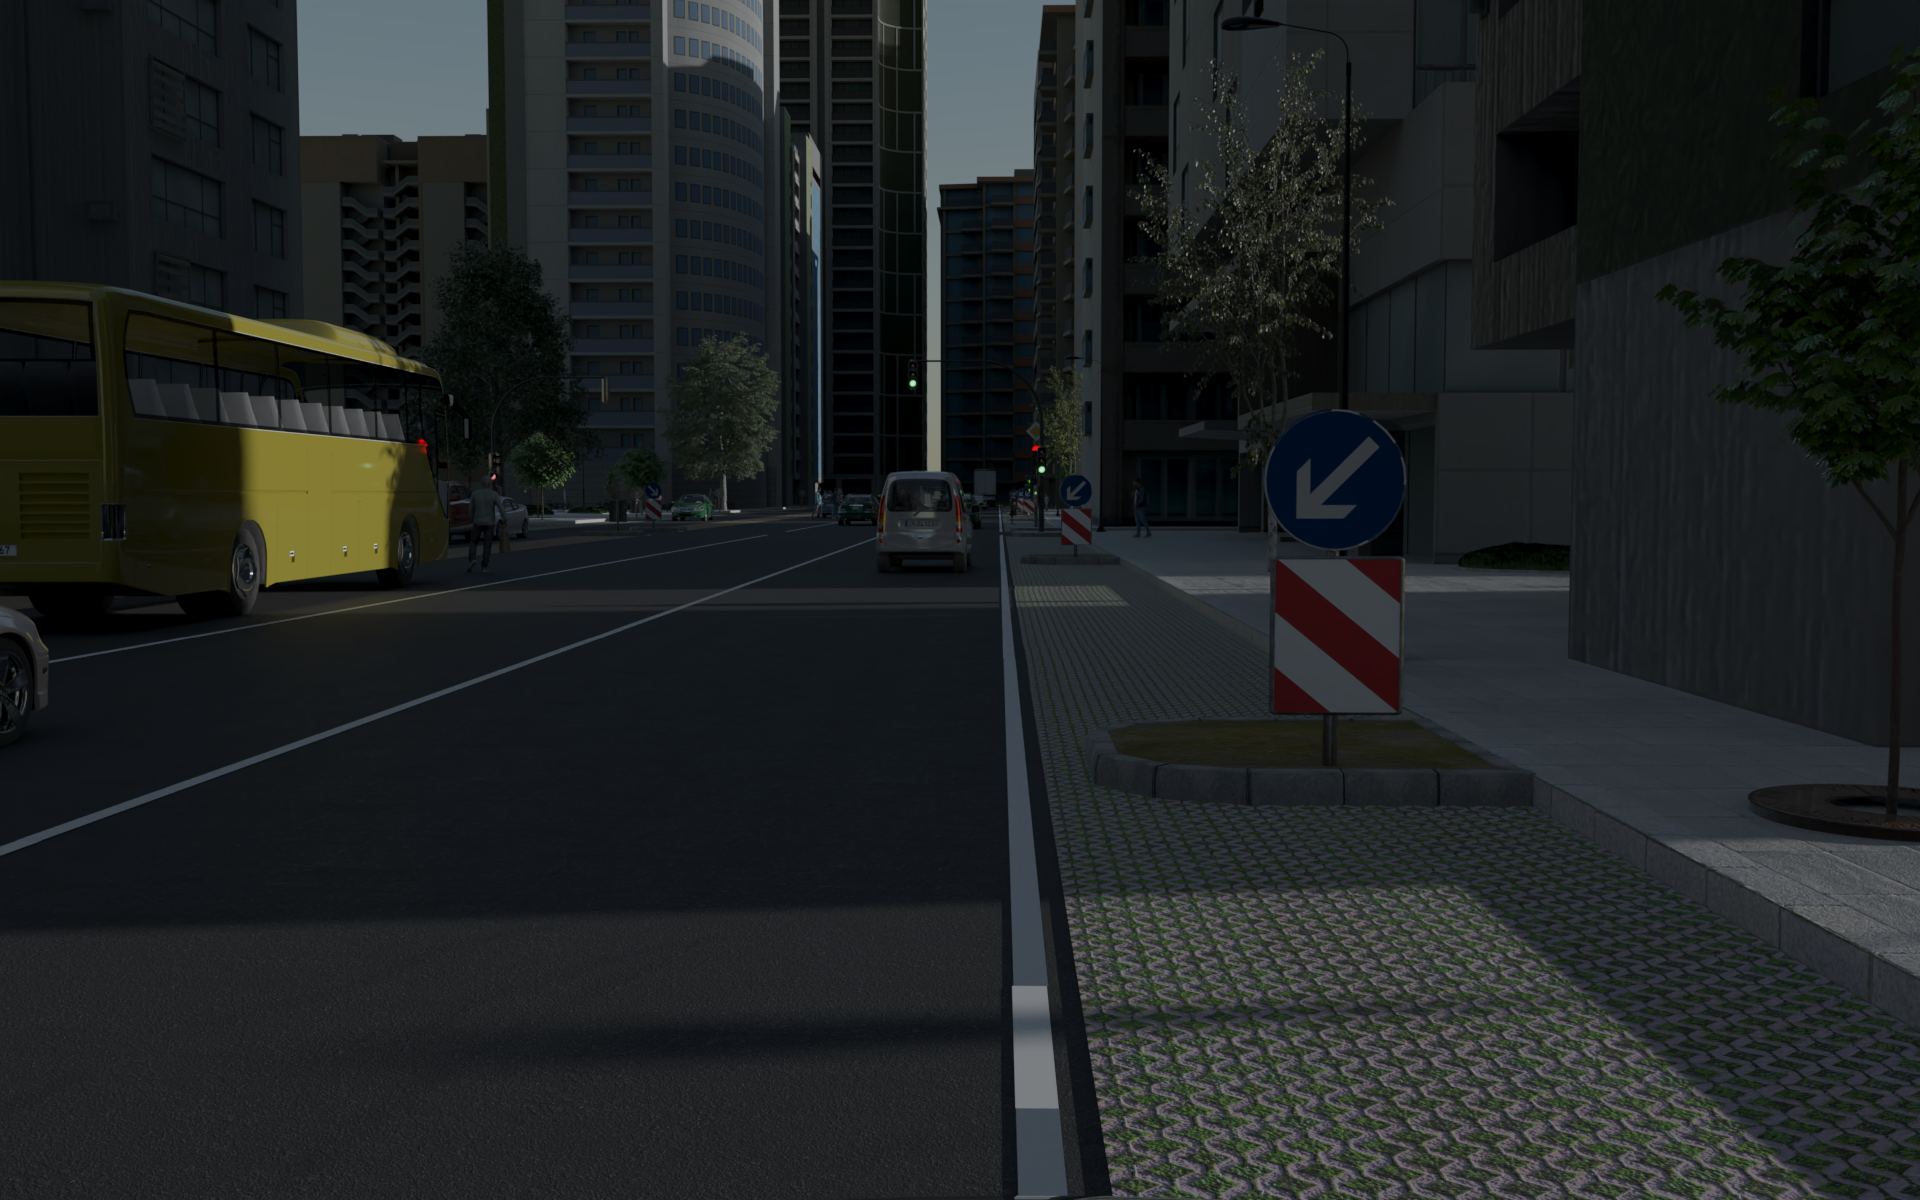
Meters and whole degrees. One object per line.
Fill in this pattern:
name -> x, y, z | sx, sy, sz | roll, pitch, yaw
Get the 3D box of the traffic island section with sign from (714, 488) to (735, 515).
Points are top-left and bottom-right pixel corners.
traffic island section with sign -> -16.599, -6.770, 119.314 | 1.989, 1.847, 2.006 | 0, 4, 1

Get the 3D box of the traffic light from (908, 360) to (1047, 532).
traffic light -> 0.640, -5.134, 58.602 | 4.771, 5.953, 1.251 | 0, 4, 1

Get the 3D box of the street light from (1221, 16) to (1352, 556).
street light -> 3.235, -2.719, 16.997 | 1.470, 5.913, 1.316 | 0, 4, 1

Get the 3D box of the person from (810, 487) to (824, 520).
person -> -7.832, -5.312, 95.210 | 0.748, 1.841, 0.638 | 2, 4, 27

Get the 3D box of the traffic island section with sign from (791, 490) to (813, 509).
traffic island section with sign -> -15.477, -9.862, 169.874 | 1.989, 1.847, 2.006 | 0, 4, 1

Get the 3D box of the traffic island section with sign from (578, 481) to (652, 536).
traffic island section with sign -> -11.868, -3.134, 59.375 | 2.006, 1.907, 1.989 | 0, 4, 1

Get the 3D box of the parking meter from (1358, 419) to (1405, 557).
parking meter -> 3.245, -0.468, 13.360 | 0.255, 1.863, 0.399 | 0, 4, -5

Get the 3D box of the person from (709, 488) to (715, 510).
person -> -20.302, -8.275, 141.447 | 0.767, 1.812, 0.694 | 2, 4, 29

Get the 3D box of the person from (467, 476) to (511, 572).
person -> -8.646, -1.396, 31.808 | 0.782, 1.767, 0.515 | 0, 4, -5

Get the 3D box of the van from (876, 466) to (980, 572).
van -> -0.635, -1.592, 33.038 | 2.013, 2.044, 4.112 | 0, 4, 3

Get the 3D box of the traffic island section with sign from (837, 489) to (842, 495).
traffic island section with sign -> -10.024, -8.181, 141.900 | 2.006, 1.907, 1.989 | 0, 4, 1

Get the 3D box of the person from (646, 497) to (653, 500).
person -> -19.884, -6.427, 111.106 | 0.573, 1.828, 0.580 | 2, 4, 29

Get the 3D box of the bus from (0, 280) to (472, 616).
bus -> -9.644, -1.935, 23.191 | 2.896, 3.916, 12.252 | 0, 4, 0

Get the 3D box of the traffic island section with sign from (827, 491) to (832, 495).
traffic island section with sign -> -14.852, -11.543, 197.355 | 1.989, 1.847, 2.006 | 0, 4, 1

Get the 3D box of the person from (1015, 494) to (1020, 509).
person -> 5.333, -9.274, 160.684 | 0.434, 1.755, 0.990 | 2, 4, 35

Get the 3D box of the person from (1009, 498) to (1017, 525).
person -> 2.490, -4.144, 80.930 | 0.373, 1.253, 0.362 | 0, 4, -7

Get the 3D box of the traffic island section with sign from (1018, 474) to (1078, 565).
traffic island section with sign -> 2.257, -1.662, 35.809 | 1.989, 1.847, 2.006 | 0, 4, 1

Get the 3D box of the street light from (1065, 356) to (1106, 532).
street light -> 4.229, -5.251, 58.395 | 1.470, 5.913, 1.316 | 0, 4, 1

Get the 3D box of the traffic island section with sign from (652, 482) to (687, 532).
traffic island section with sign -> -11.693, -3.587, 66.780 | 2.006, 1.907, 1.989 | 0, 4, 1

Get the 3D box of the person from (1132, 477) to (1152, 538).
person -> 5.296, -2.732, 51.053 | 0.721, 1.781, 0.623 | -2, 4, -25

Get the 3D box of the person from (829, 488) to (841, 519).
person -> -7.101, -5.500, 98.772 | 0.623, 1.781, 0.721 | -1, 4, -21

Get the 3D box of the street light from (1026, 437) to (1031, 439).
street light -> 6.031, -10.318, 141.233 | 1.470, 5.913, 1.316 | 0, 4, 1

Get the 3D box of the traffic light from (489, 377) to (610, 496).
traffic light -> -15.952, -5.655, 67.119 | 4.771, 5.953, 1.251 | 0, 4, 1

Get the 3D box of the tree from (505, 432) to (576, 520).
tree -> -22.798, -6.725, 93.666 | 4.285, 4.588, 4.351 | 0, 3, 0

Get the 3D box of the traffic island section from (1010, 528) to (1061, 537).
traffic island section -> 2.773, -2.234, 58.810 | 2.009, 0.180, 2.903 | 0, 4, 1

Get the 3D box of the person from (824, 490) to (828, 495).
person -> -11.535, -8.509, 148.294 | 0.621, 1.740, 0.551 | 0, 4, -6

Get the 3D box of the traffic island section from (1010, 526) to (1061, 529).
traffic island section -> 2.951, -2.722, 66.793 | 2.009, 0.180, 2.903 | 0, 4, 1

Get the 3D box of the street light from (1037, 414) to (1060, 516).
street light -> 5.131, -7.808, 100.194 | 1.470, 5.913, 1.316 | 0, 4, 1

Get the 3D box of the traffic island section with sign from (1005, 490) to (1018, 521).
traffic island section with sign -> 3.508, -5.062, 91.386 | 1.989, 1.847, 2.006 | 0, 4, 1

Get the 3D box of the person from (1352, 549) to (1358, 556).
person -> 5.508, -1.057, 23.433 | 0.850, 1.850, 0.679 | 1, 4, 13

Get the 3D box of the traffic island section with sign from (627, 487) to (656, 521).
traffic island section with sign -> -17.204, -5.090, 91.856 | 1.989, 1.847, 2.006 | 0, 4, 1

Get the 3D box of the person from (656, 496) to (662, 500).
person -> -19.933, -6.560, 114.138 | 0.643, 1.720, 0.563 | -1, 4, -18

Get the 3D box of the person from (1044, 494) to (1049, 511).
person -> 6.707, -7.580, 134.260 | 0.425, 1.301, 0.394 | 2, 4, 27

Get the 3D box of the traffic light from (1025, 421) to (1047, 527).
traffic light -> 2.911, -4.756, 66.680 | 0.839, 4.253, 0.868 | 0, 4, 1

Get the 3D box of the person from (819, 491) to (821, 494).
person -> -16.771, -12.237, 206.924 | 0.445, 1.727, 0.742 | 0, 4, -1

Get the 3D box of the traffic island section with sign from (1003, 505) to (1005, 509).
traffic island section with sign -> 4.120, -6.720, 118.499 | 1.989, 1.847, 2.006 | 0, 4, 1

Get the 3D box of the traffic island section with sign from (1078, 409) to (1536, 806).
traffic island section with sign -> 1.661, -0.014, 8.861 | 1.989, 1.847, 2.006 | 0, 4, 1

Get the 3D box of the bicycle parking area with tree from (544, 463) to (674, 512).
bicycle parking area with tree -> -24.966, -8.444, 125.062 | 8.231, 4.147, 9.016 | 2, 4, 30
